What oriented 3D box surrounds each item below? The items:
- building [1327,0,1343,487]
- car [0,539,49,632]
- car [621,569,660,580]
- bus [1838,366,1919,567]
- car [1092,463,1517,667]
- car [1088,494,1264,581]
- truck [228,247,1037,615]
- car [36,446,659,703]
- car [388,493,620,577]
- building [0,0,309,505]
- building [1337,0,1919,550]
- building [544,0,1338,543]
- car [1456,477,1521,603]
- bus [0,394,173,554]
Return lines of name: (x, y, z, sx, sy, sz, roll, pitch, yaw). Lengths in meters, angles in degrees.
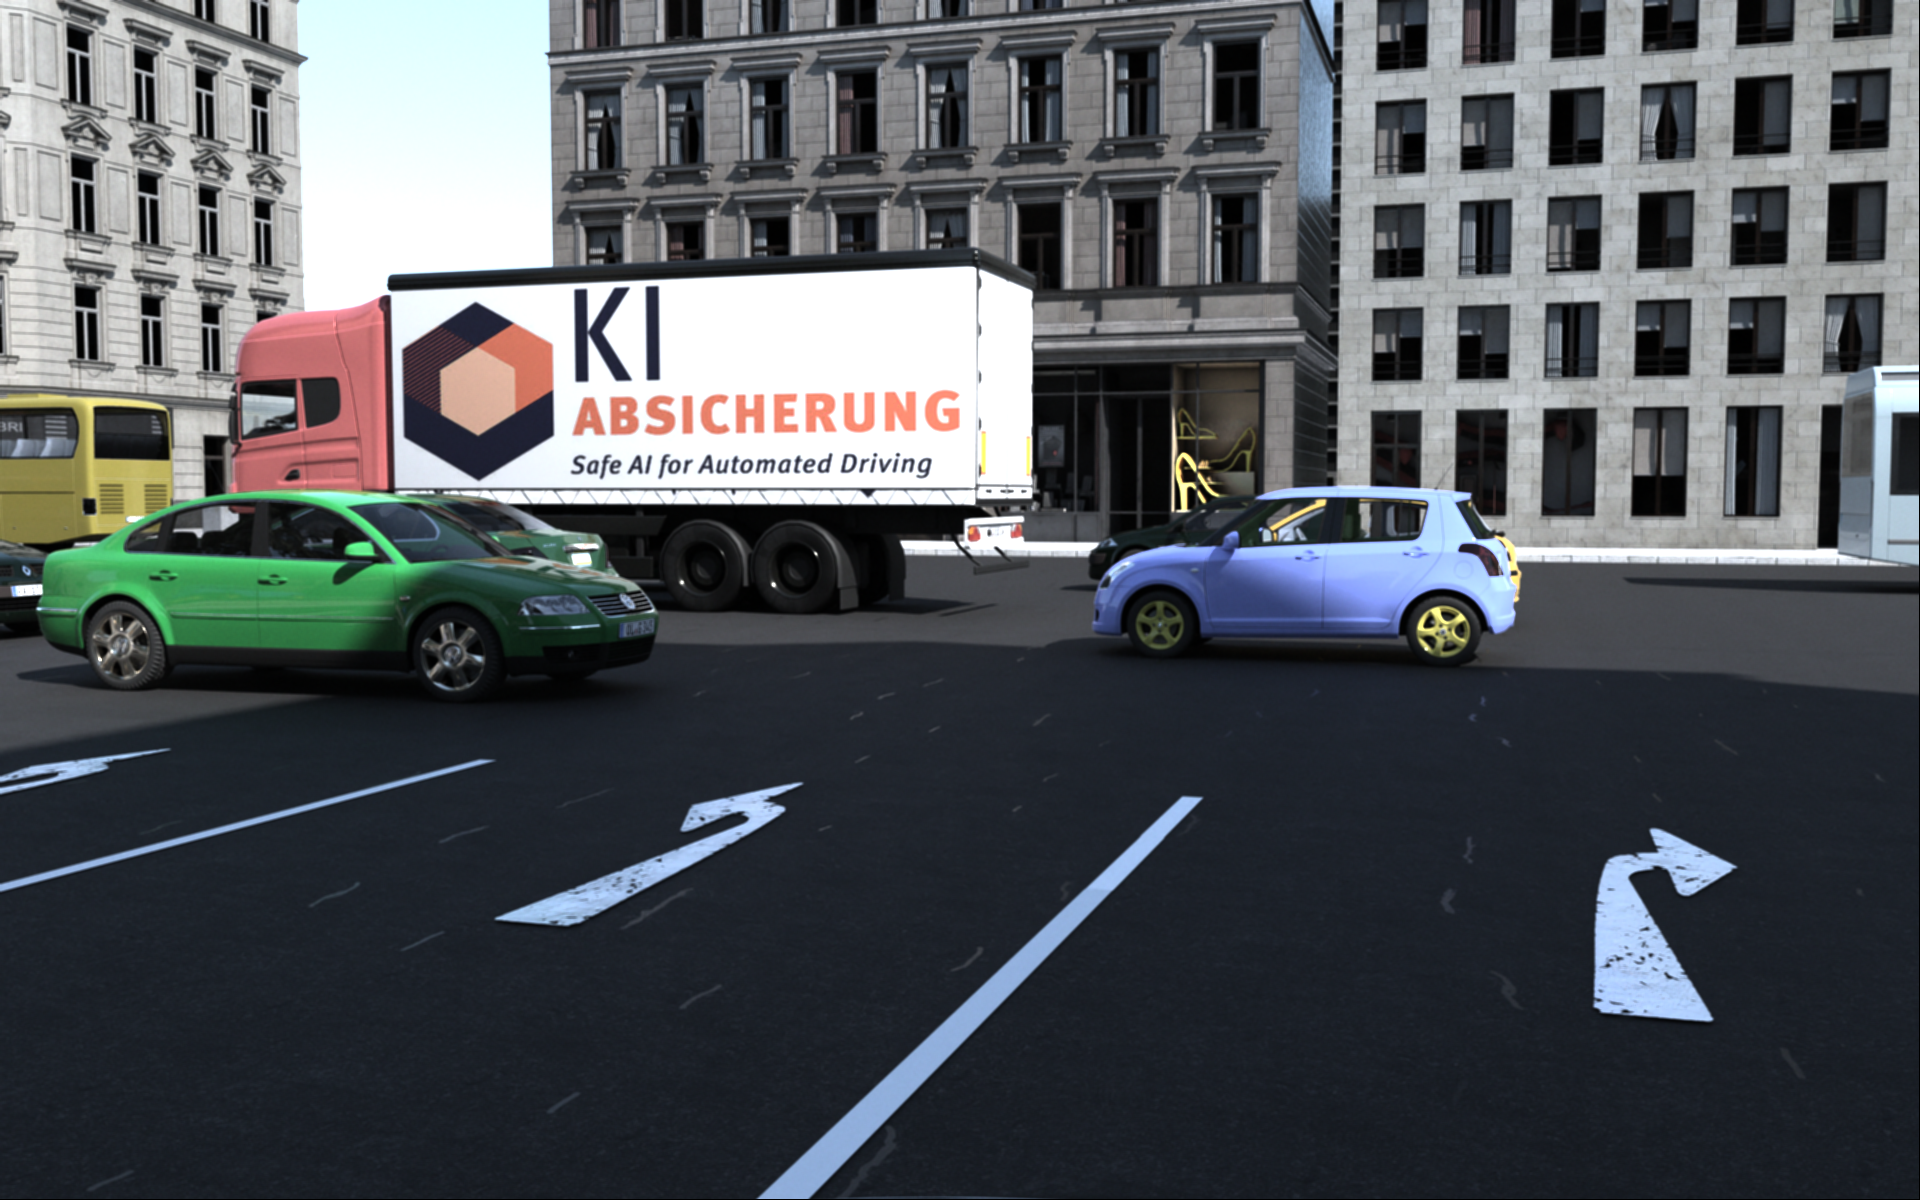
building: (42.616, -47.127, 208.777, 20.611, 71.187, 20.563, 1, 4, 17)
car: (-11.149, -0.486, 17.741, 4.222, 1.686, 2.009, 1, 4, 17)
car: (-4.978, -0.892, 26.381, 4.920, 1.459, 2.131, 1, 4, 15)
bus: (19.707, -1.778, 23.937, 13.247, 3.499, 2.948, 1, 4, 17)
car: (3.035, -0.359, 15.460, 3.694, 1.707, 1.945, 1, 4, 18)
car: (3.996, -0.958, 25.456, 4.222, 1.686, 2.009, 1, 4, 19)
truck: (-4.752, -2.058, 22.556, 11.283, 4.237, 2.839, 1, 4, 18)
car: (-4.554, -0.257, 13.003, 4.718, 1.807, 1.959, 1, 4, 16)
car: (-5.840, -0.344, 17.427, 4.920, 1.459, 2.131, 1, 4, 19)
building: (-49.344, -17.879, 68.740, 44.131, 29.872, 17.030, 1, 4, 17)
building: (18.859, -11.612, 44.609, 16.860, 20.320, 10.420, 1, 4, 17)
building: (-9.129, -12.373, 53.203, 40.483, 20.767, 10.553, 1, 4, 17)
car: (4.253, -0.571, 19.564, 3.980, 1.641, 2.015, 1, 4, 17)
bus: (-24.294, -2.993, 40.485, 12.252, 3.916, 2.896, 1, 4, 17)
